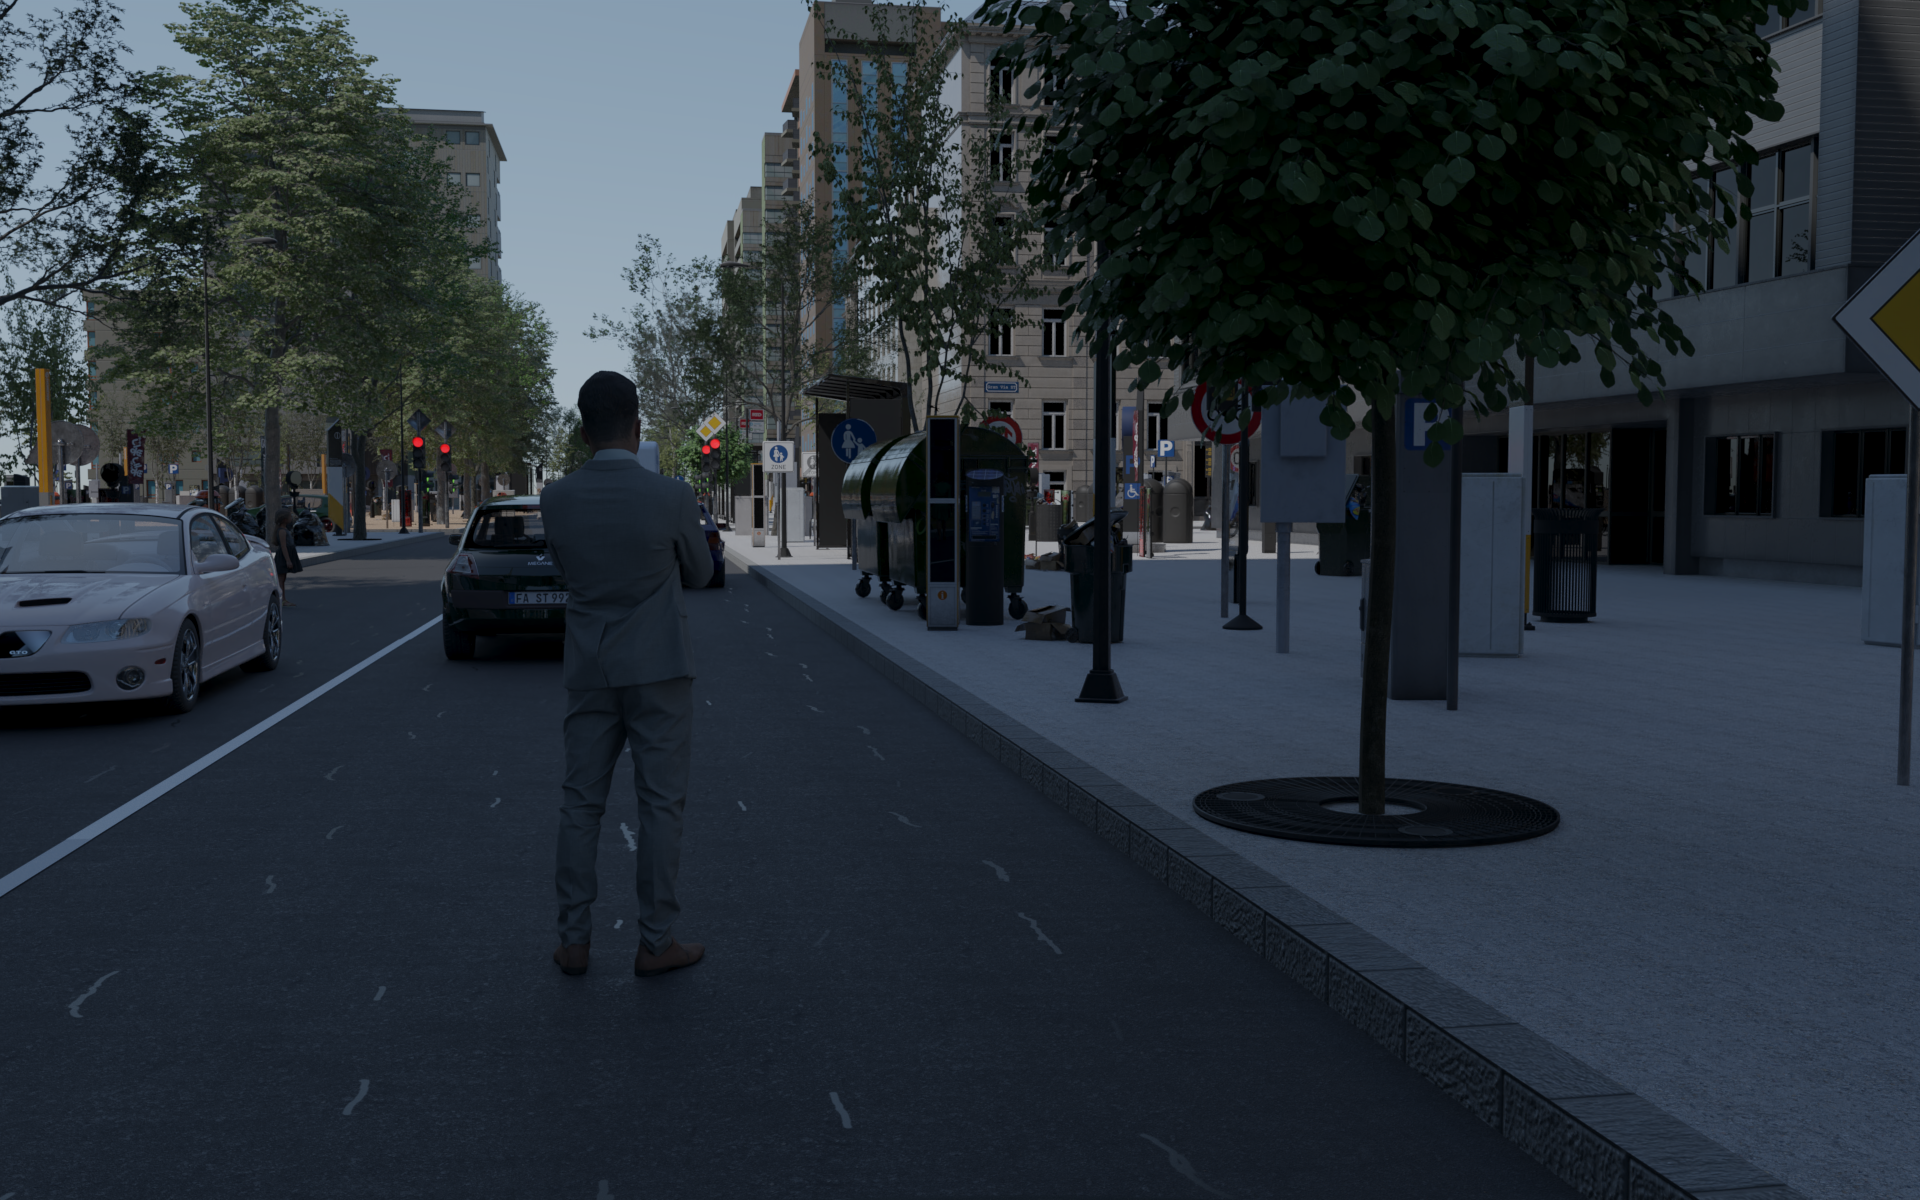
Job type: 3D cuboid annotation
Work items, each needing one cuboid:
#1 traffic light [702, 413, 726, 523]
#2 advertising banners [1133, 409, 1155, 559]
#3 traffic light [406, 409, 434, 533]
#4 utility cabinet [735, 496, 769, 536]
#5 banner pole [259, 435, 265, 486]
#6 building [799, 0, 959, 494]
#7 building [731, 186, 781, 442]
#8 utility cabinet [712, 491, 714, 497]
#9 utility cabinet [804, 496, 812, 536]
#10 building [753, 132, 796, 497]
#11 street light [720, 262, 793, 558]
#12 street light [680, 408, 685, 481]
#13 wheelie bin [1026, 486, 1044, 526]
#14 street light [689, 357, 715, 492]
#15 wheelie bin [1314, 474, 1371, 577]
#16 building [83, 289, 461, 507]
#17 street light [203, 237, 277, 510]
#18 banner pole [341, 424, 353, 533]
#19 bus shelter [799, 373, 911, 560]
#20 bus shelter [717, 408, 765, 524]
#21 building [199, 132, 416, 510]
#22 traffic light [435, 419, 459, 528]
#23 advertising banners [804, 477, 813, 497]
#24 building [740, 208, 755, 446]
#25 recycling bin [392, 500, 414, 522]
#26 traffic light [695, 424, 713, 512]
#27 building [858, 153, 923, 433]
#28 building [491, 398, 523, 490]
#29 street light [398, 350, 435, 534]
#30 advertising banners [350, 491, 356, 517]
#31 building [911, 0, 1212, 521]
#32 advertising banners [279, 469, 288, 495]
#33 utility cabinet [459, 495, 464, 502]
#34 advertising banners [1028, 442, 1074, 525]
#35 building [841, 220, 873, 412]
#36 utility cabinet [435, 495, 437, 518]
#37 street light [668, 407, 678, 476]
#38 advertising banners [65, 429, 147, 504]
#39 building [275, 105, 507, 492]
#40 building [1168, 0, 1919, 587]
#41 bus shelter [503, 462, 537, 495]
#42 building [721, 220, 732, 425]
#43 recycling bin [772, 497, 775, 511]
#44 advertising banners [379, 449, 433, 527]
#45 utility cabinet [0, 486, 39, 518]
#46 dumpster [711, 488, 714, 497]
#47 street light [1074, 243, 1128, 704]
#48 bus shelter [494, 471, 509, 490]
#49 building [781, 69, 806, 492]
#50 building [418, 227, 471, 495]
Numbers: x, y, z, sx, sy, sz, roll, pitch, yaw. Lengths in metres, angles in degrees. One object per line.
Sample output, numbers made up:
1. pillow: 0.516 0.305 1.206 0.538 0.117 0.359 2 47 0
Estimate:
1. traffic light: -8.339 -4.275 58.825 0.839 4.253 0.868 -1 4 -10
2. advertising banners: 3.714 -2.385 35.178 0.090 3.025 2.074 0 4 -5
3. traffic light: -17.789 -4.168 57.075 0.839 4.253 0.868 -1 4 -10
4. utility cabinet: -6.448 -2.602 53.705 1.020 1.237 0.306 0 4 0
5. banner pole: -26.056 -4.607 65.339 0.401 3.779 0.863 2 4 24
6. building: -6.958 -31.016 157.214 14.600 45.320 14.200 -1 4 -10
7. building: -23.673 -39.474 269.107 21.300 48.544 21.600 -1 4 -10
8. utility cabinet: -17.460 -7.186 126.176 1.173 1.500 0.318 0 4 7
9. utility cabinet: -4.948 -2.575 53.266 0.306 1.237 1.020 -3 5 -41
10. building: -15.830 -31.575 199.844 14.154 41.232 14.086 -1 4 -10
11. street light: -4.099 -3.811 34.855 1.470 5.913 1.316 -1 4 -10
12. street light: -10.151 -5.827 67.813 1.470 5.913 1.316 -1 4 -10
13. wheelie bin: 2.882 -3.777 69.659 0.980 1.594 0.693 1 4 9
14. street light: -8.462 -5.275 58.790 1.470 5.913 1.316 -1 4 -10
15. wheelie bin: 6.000 -1.183 27.246 0.693 1.594 0.980 -3 4 -36
16. building: -62.778 -19.426 162.656 27.650 21.520 28.899 -1 4 -10
17. street light: -13.042 -3.599 31.389 1.470 5.913 1.316 -1 4 -10
18. banner pole: -20.154 -4.087 56.838 0.401 3.779 0.863 0 4 -3
19. bus shelter: -2.274 -2.795 36.974 1.731 3.624 6.357 -1 4 -10
20. bus shelter: -9.793 -6.190 78.831 2.179 5.291 8.768 -1 4 -10
21. building: -53.152 -22.660 142.193 14.160 30.474 14.107 -1 4 -10
22. traffic light: -19.235 -4.649 64.928 0.839 4.253 0.868 -1 4 -10
23. advertising banners: -8.635 -6.238 98.173 0.090 3.025 2.074 1 4 17
24. building: -24.653 -34.682 250.644 14.154 41.232 14.086 -1 4 -10
25. recycling bin: -25.510 -4.082 79.291 0.722 1.027 0.722 2 4 32
26. traffic light: -9.785 -4.756 66.678 0.839 4.253 0.868 -1 4 -10
27. building: 0.278 -15.066 101.084 10.420 20.320 16.860 -1 4 -10
28. building: -82.862 -25.925 268.910 27.650 21.520 28.899 -1 4 -10
29. street light: -17.427 -5.096 55.856 1.470 5.913 1.316 -1 4 -10
30. advertising banners: -34.805 -6.285 98.953 0.090 3.025 2.074 -2 4 -31
31. building: 10.913 -17.722 87.022 25.104 27.353 12.463 -1 4 -10
32. advertising banners: -47.024 -7.597 120.397 0.090 3.025 2.074 0 4 -7
33. utility cabinet: -38.545 -7.519 134.091 0.306 1.237 1.020 -1 4 -21
34. advertising banners: 3.020 -3.790 58.152 0.090 3.025 2.074 -3 5 -44
35. building: -1.349 -18.822 126.827 14.460 24.649 34.723 -1 4 -10
36. utility cabinet: -28.161 -5.044 93.628 0.306 1.237 1.020 -1 4 -20
37. street light: -14.730 -7.349 92.695 1.470 5.913 1.316 -1 4 -10
38. advertising banners: -22.812 -3.065 46.300 2.074 3.025 0.090 -2 4 -28
39. building: -78.005 -39.793 239.853 28.713 52.752 27.495 -1 4 -10
40. building: 15.405 -13.274 36.098 14.314 24.678 30.058 -1 4 -10
41. bus shelter: -29.517 -8.415 115.221 2.179 5.291 8.768 -1 4 -10
42. building: -28.645 -40.776 290.394 21.300 48.544 21.600 -1 4 -10
43. recycling bin: -13.971 -7.093 128.519 0.722 1.027 0.722 0 4 -4
44. advertising banners: -21.629 -4.368 67.608 2.074 3.025 0.090 -3 5 -40
45. utility cabinet: -25.107 -2.317 46.569 1.173 1.500 0.318 0 4 -4
46. dumpster: -20.027 -8.322 138.557 1.502 2.255 1.985 -1 4 -10
47. street light: 0.345 -2.321 10.483 1.470 5.913 1.316 -1 4 -10
48. bus shelter: -33.803 -8.281 129.317 2.014 3.302 5.546 -1 4 -10
49. building: -6.900 -32.107 179.578 22.147 44.769 28.867 -1 4 -10
50. building: -60.237 -25.258 184.671 14.160 30.474 14.107 -1 4 -10
